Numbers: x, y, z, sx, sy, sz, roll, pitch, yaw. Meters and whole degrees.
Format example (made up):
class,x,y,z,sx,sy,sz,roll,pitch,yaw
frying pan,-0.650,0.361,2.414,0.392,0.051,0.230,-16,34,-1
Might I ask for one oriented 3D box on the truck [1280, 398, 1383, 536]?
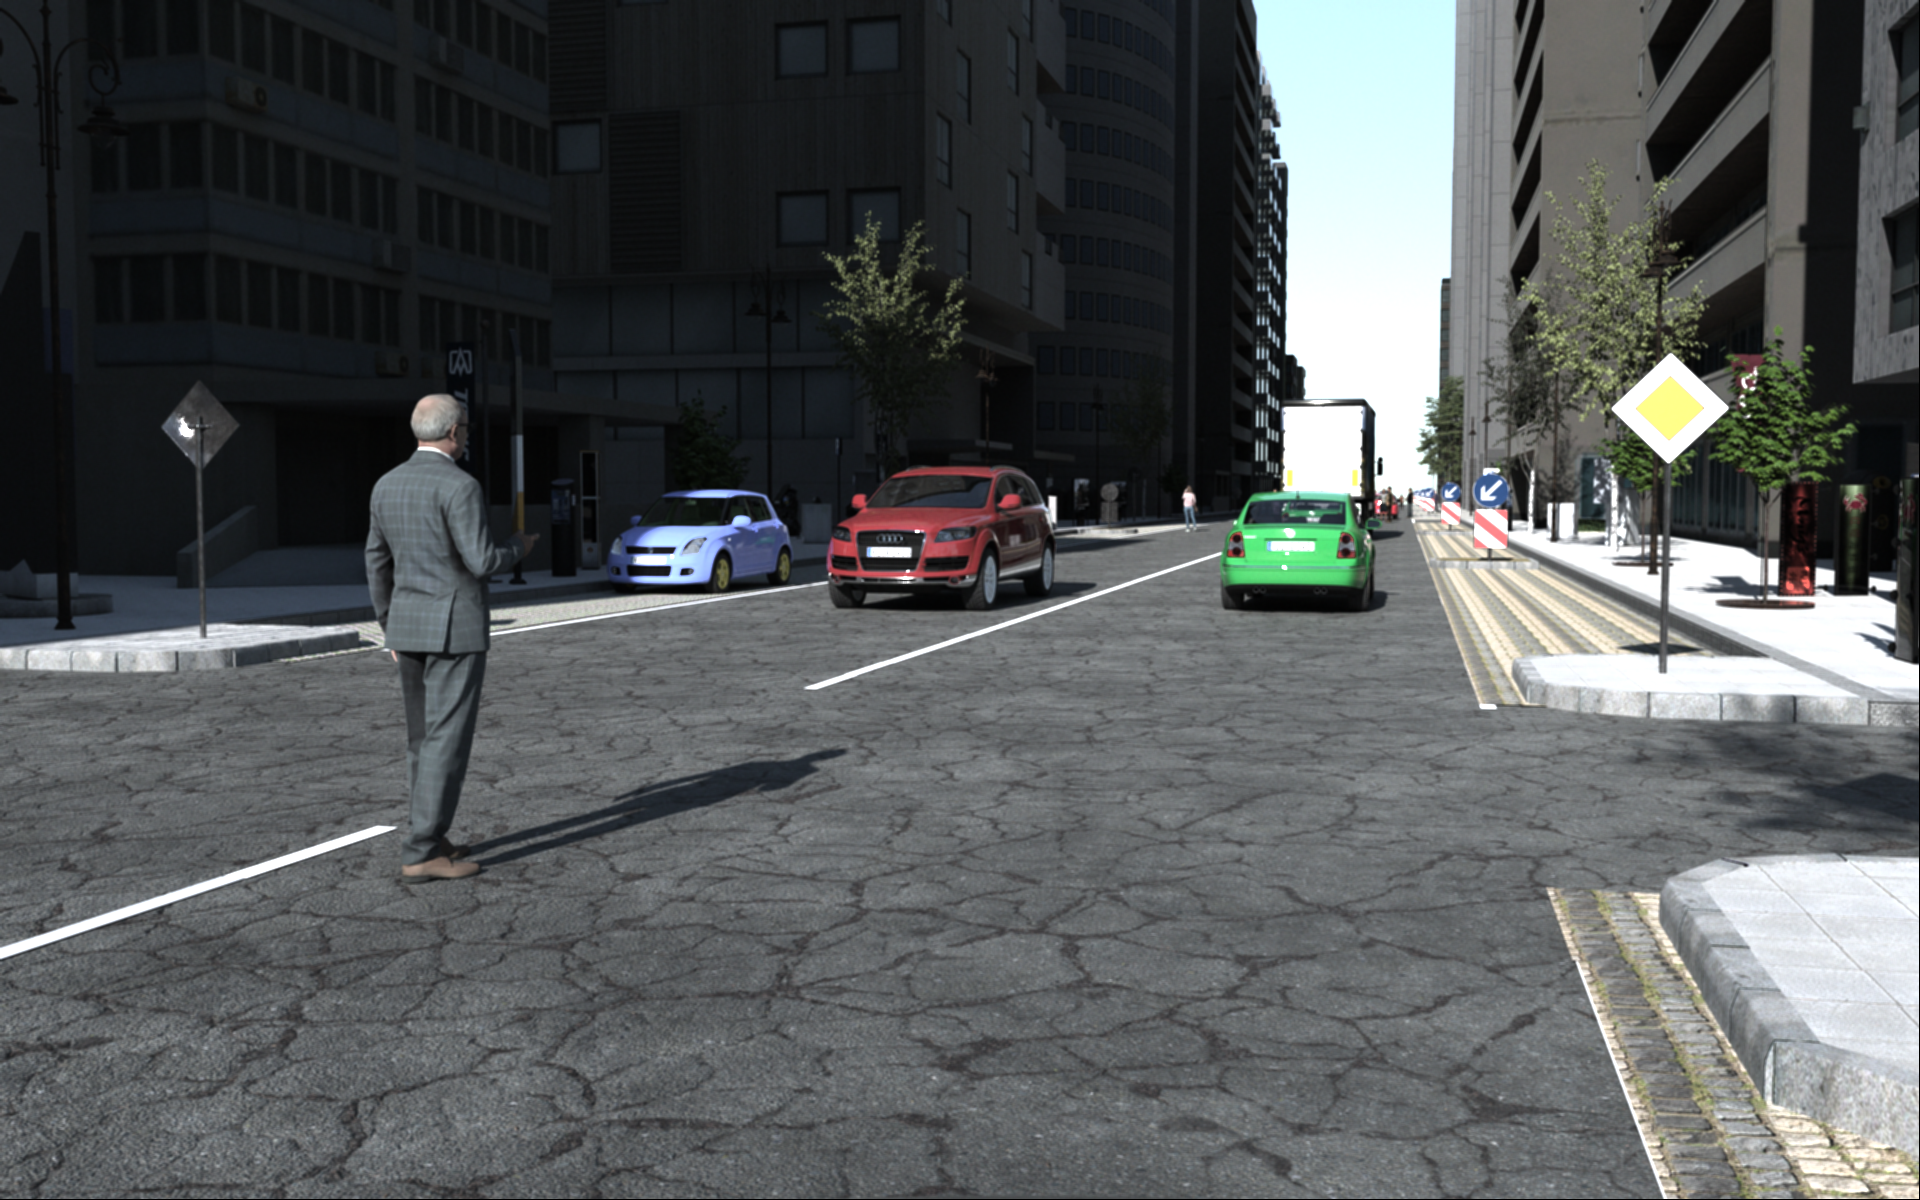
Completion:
class,x,y,z,sx,sy,sz,roll,pitch,yaw
truck,12.181,-4.133,56.485,2.839,4.237,11.283,1,4,15

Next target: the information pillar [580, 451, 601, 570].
class,x,y,z,sx,sy,sz,roll,pitch,yaw
information pillar,-6.266,-1.523,29.386,0.304,2.012,0.304,0,4,-4

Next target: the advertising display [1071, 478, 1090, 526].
class,x,y,z,sx,sy,sz,roll,pitch,yaw
advertising display,4.854,-3.939,69.615,0.974,1.923,0.123,-3,5,-43

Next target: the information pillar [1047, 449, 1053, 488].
class,x,y,z,sx,sy,sz,roll,pitch,yaw
information pillar,4.654,-6.019,89.759,0.183,3.616,0.504,2,4,34

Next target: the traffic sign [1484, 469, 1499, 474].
class,x,y,z,sx,sy,sz,roll,pitch,yaw
traffic sign,21.423,-4.142,69.849,0.606,2.300,0.079,2,4,23

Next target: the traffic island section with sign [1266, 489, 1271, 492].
class,x,y,z,sx,sy,sz,roll,pitch,yaw
traffic island section with sign,24.548,-7.910,137.954,1.989,1.847,2.006,1,4,14

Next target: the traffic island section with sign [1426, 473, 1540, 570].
class,x,y,z,sx,sy,sz,roll,pitch,yaw
traffic island section with sign,10.186,-1.535,33.732,1.989,1.847,2.006,1,4,14

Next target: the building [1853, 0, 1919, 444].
class,x,y,z,sx,sy,sz,roll,pitch,yaw
building,17.933,-14.949,16.112,14.107,30.474,14.160,1,4,14

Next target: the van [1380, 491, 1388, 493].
class,x,y,z,sx,sy,sz,roll,pitch,yaw
van,52.303,-12.584,212.757,2.013,2.044,4.112,1,4,14

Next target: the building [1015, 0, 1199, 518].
class,x,y,z,sx,sy,sz,roll,pitch,yaw
building,2.236,-34.401,104.460,21.231,58.520,28.212,1,4,14

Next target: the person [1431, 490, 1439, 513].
class,x,y,z,sx,sy,sz,roll,pitch,yaw
person,35.807,-7.414,130.638,0.541,1.710,0.530,2,4,33

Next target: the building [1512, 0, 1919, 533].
class,x,y,z,sx,sy,sz,roll,pitch,yaw
building,34.368,-27.335,70.629,21.300,48.544,21.600,1,4,14

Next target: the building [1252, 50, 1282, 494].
class,x,y,z,sx,sy,sz,roll,pitch,yaw
building,22.872,-34.752,187.810,23.786,49.044,30.456,1,4,14

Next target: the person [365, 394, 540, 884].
class,x,y,z,sx,sy,sz,roll,pitch,yaw
person,-1.914,0.129,6.571,0.661,1.801,0.590,2,4,33

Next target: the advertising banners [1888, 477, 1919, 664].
class,x,y,z,sx,sy,sz,roll,pitch,yaw
advertising banners,7.108,-0.996,12.478,0.090,3.025,2.074,1,4,12

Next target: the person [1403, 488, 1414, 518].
class,x,y,z,sx,sy,sz,roll,pitch,yaw
person,27.170,-5.881,104.666,0.705,1.822,1.348,-1,4,-10

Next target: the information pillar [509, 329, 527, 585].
class,x,y,z,sx,sy,sz,roll,pitch,yaw
information pillar,-6.278,-2.030,24.541,0.183,3.616,0.504,-2,4,-24

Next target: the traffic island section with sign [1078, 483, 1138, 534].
class,x,y,z,sx,sy,sz,roll,pitch,yaw
traffic island section with sign,5.426,-3.331,63.093,1.989,1.847,2.006,1,4,14

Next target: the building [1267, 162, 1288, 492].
class,x,y,z,sx,sy,sz,roll,pitch,yaw
building,31.813,-32.132,208.948,14.154,41.232,14.086,1,4,14

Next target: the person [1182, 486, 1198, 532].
class,x,y,z,sx,sy,sz,roll,pitch,yaw
person,8.825,-3.496,66.246,0.593,1.750,0.643,0,4,-2

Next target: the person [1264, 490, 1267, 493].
class,x,y,z,sx,sy,sz,roll,pitch,yaw
person,22.708,-7.284,128.531,0.756,1.711,0.436,-2,4,-27

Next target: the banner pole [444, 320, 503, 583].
class,x,y,z,sx,sy,sz,roll,pitch,yaw
banner pole,-7.050,-2.141,25.029,0.863,3.779,0.401,1,4,15

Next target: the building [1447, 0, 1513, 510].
class,x,y,z,sx,sy,sz,roll,pitch,yaw
building,63.302,-39.302,184.591,21.231,58.520,28.212,1,4,14

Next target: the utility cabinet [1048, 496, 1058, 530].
class,x,y,z,sx,sy,sz,roll,pitch,yaw
utility cabinet,3.310,-3.082,61.558,0.306,1.237,1.020,0,4,5

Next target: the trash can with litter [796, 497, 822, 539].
class,x,y,z,sx,sy,sz,roll,pitch,yaw
trash can with litter,-4.224,-2.354,49.552,1.678,1.210,2.233,0,4,1

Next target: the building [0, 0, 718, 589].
class,x,y,z,sx,sy,sz,roll,pitch,yaw
building,-22.040,-20.918,33.896,32.217,40.220,23.993,1,4,14

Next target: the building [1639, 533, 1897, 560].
class,x,y,z,sx,sy,sz,roll,pitch,yaw
building,28.930,-25.491,40.472,21.300,48.544,21.600,1,4,14

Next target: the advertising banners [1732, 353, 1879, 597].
class,x,y,z,sx,sy,sz,roll,pitch,yaw
advertising banners,10.541,-1.559,21.675,2.074,3.025,0.090,-1,4,-8

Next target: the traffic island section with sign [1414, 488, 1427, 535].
class,x,y,z,sx,sy,sz,roll,pitch,yaw
traffic island section with sign,17.071,-3.186,60.724,1.989,1.847,2.006,1,4,14

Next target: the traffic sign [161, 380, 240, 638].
class,x,y,z,sx,sy,sz,roll,pitch,yaw
traffic sign,-6.731,-0.716,15.355,0.795,2.450,0.064,1,4,14

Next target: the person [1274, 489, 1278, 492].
class,x,y,z,sx,sy,sz,roll,pitch,yaw
person,16.234,-4.861,88.902,0.541,1.710,0.530,-1,4,-21

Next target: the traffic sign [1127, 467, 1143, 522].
class,x,y,z,sx,sy,sz,roll,pitch,yaw
traffic sign,8.058,-4.891,80.077,0.768,2.556,0.104,2,4,24

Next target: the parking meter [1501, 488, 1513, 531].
class,x,y,z,sx,sy,sz,roll,pitch,yaw
parking meter,18.955,-3.157,60.027,0.372,1.533,0.369,0,3,0

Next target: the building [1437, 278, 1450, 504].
class,x,y,z,sx,sy,sz,roll,pitch,yaw
building,70.807,-28.023,229.884,14.160,30.474,14.107,1,4,14

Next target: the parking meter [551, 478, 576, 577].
class,x,y,z,sx,sy,sz,roll,pitch,yaw
parking meter,-6.178,-1.136,26.987,0.372,1.533,0.369,0,3,0

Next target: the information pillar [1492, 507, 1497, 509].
class,x,y,z,sx,sy,sz,roll,pitch,yaw
information pillar,25.214,-4.733,81.879,0.304,2.012,0.304,0,4,6

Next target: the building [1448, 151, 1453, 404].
class,x,y,z,sx,sy,sz,roll,pitch,yaw
building,70.661,-35.848,209.824,21.300,48.544,21.600,1,4,14

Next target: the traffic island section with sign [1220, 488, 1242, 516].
class,x,y,z,sx,sy,sz,roll,pitch,yaw
traffic island section with sign,17.884,-6.312,111.832,1.989,1.847,2.006,1,4,14

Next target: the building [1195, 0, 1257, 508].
class,x,y,z,sx,sy,sz,roll,pitch,yaw
building,14.325,-32.348,152.590,21.300,48.544,21.600,1,4,14

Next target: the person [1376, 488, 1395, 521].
class,x,y,z,sx,sy,sz,roll,pitch,yaw
person,22.431,-5.044,91.762,1.217,1.735,0.721,2,4,26

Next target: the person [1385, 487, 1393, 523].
class,x,y,z,sx,sy,sz,roll,pitch,yaw
person,21.588,-4.808,87.208,0.705,1.812,1.348,1,4,11

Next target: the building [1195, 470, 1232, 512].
class,x,y,z,sx,sy,sz,roll,pitch,yaw
building,3.961,-26.886,131.467,32.217,40.220,23.993,1,4,14

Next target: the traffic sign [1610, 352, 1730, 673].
class,x,y,z,sx,sy,sz,roll,pitch,yaw
traffic sign,5.031,-0.532,12.340,0.795,2.450,0.064,1,4,14

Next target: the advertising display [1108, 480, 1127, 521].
class,x,y,z,sx,sy,sz,roll,pitch,yaw
advertising display,7.492,-4.720,82.384,0.974,1.923,0.123,-2,4,-24

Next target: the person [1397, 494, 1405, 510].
class,x,y,z,sx,sy,sz,roll,pitch,yaw
person,40.028,-8.887,157.054,1.065,1.426,0.557,0,4,-1

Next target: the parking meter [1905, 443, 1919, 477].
class,x,y,z,sx,sy,sz,roll,pitch,yaw
parking meter,10.905,-0.847,19.559,0.255,1.863,0.399,-3,4,-38

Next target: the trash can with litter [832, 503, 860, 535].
class,x,y,z,sx,sy,sz,roll,pitch,yaw
trash can with litter,-3.344,-2.473,51.820,1.055,1.170,0.624,2,4,27

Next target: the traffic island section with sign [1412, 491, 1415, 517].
class,x,y,z,sx,sy,sz,roll,pitch,yaw
traffic island section with sign,29.457,-6.152,109.210,1.989,1.847,2.006,1,4,14

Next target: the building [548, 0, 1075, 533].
class,x,y,z,sx,sy,sz,roll,pitch,yaw
building,-10.892,-29.417,70.213,28.713,52.752,27.495,1,4,14

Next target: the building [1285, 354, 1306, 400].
class,x,y,z,sx,sy,sz,roll,pitch,yaw
building,31.383,-23.655,231.797,27.650,21.520,28.899,1,4,14
